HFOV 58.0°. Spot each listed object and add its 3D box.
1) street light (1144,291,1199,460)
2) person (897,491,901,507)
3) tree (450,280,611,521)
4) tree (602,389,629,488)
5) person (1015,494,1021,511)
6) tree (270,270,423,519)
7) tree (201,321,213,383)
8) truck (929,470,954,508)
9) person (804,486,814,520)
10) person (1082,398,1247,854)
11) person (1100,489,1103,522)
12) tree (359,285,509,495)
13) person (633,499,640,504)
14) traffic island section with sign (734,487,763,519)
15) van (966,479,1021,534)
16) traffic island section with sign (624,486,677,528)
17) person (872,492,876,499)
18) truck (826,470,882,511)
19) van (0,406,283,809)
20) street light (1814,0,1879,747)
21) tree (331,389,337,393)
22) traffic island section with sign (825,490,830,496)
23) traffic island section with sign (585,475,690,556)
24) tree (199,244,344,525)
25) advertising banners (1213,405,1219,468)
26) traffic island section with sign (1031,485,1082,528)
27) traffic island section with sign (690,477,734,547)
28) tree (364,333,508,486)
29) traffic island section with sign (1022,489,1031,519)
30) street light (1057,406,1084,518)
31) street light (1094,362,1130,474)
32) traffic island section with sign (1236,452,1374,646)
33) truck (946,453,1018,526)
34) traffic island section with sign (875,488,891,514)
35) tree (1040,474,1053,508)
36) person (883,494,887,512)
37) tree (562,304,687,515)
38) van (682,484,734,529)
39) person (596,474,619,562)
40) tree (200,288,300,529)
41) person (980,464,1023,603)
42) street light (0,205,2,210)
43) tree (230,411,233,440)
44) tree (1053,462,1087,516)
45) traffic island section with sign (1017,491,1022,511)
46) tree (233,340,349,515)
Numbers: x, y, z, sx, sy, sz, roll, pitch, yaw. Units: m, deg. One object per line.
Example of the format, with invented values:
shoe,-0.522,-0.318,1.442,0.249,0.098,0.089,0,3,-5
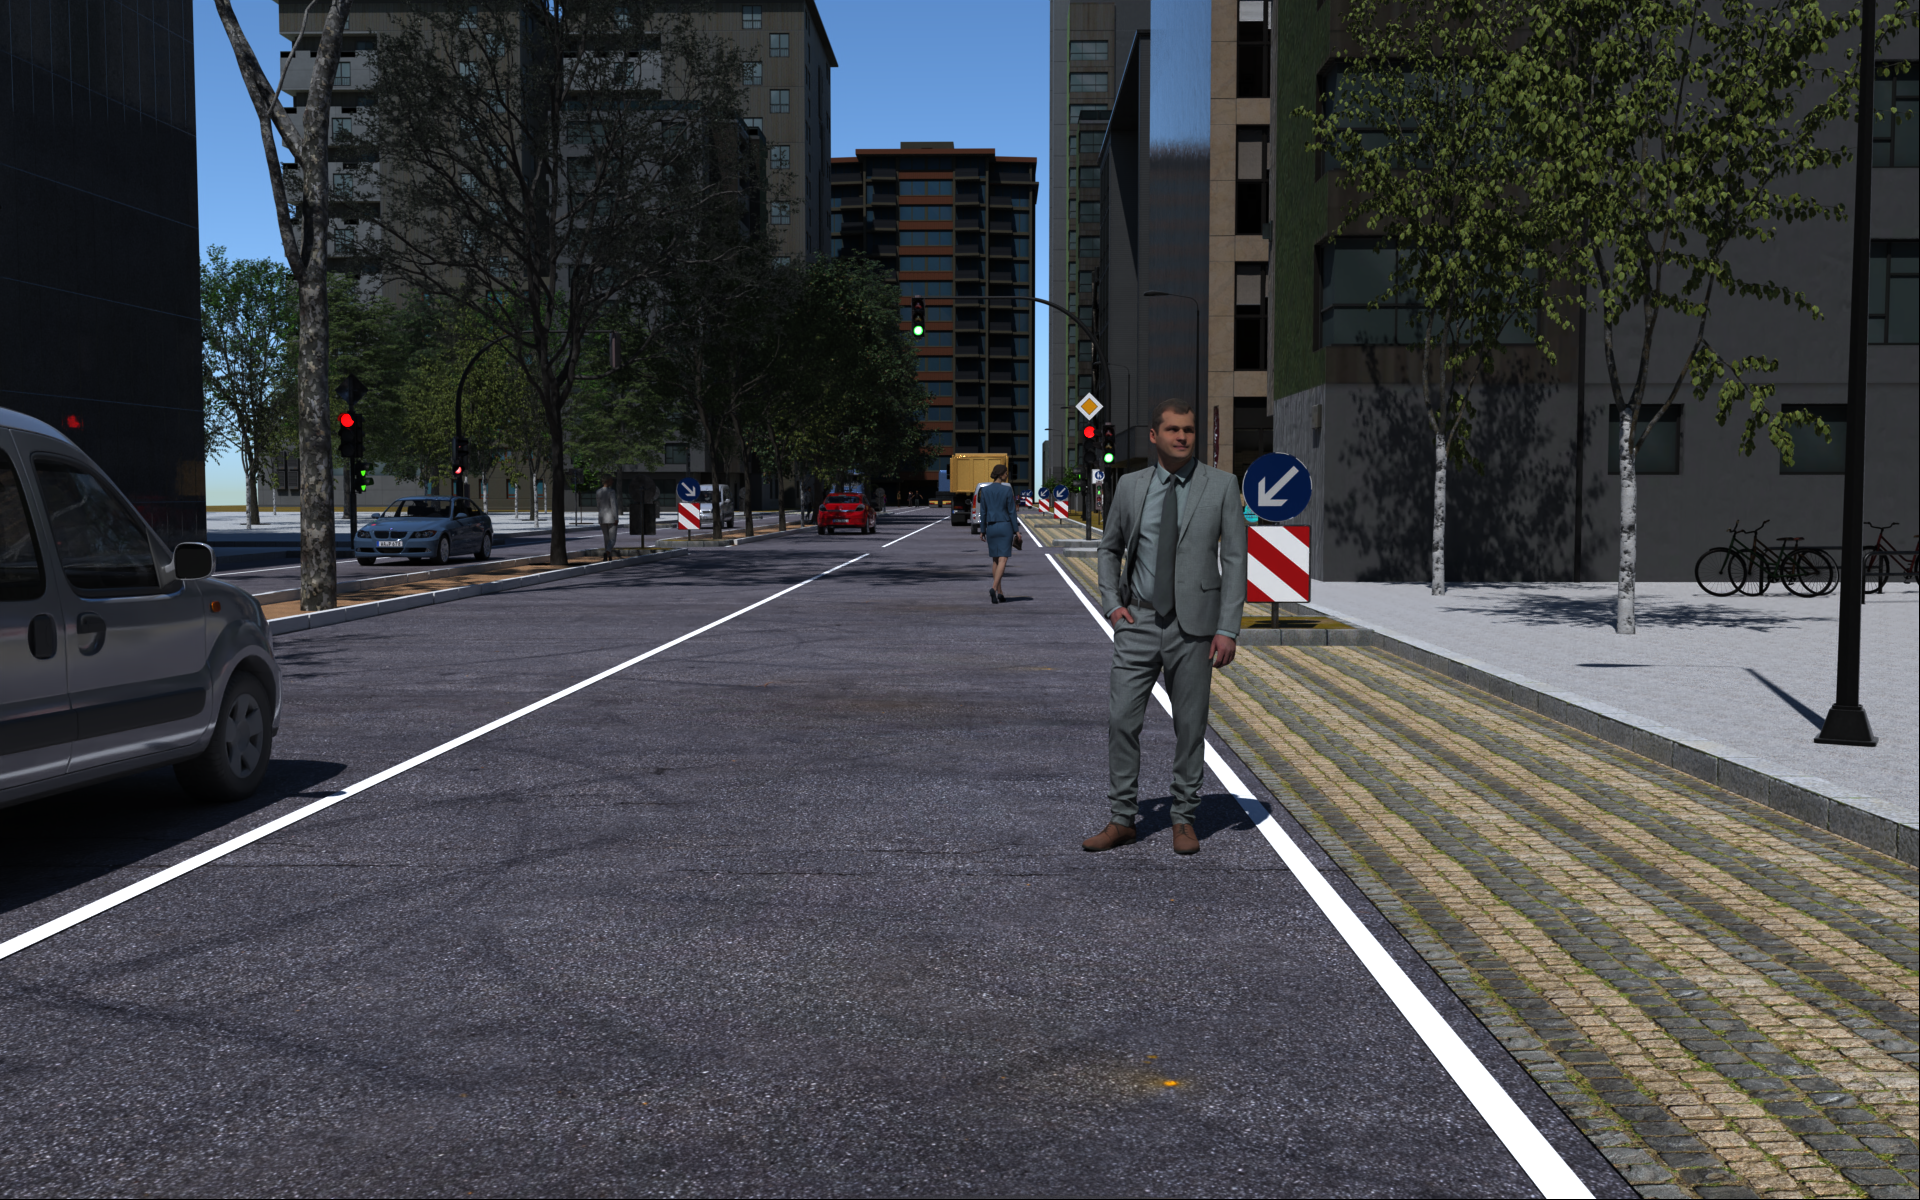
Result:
street light,4.893,-4.108,39.704,1.470,5.913,1.316,0,4,1
person,-6.571,-10.918,187.110,0.705,1.812,1.348,0,4,3
tree,-20.521,-9.638,83.340,9.928,11.665,9.643,0,3,0
tree,-24.701,-10.431,120.904,4.360,8.622,3.978,0,3,0
person,4.751,-7.979,142.184,0.421,1.427,0.697,-1,4,-13
tree,-31.518,-10.439,88.797,7.486,12.596,7.792,0,3,0
tree,-40.545,-8.965,80.995,8.767,10.594,7.601,0,4,5
truck,-1.534,-12.164,188.634,2.967,4.110,18.799,0,4,3
person,-8.107,-5.125,92.145,0.661,1.843,0.795,-3,5,-45
person,0.835,0.098,6.994,0.635,1.810,0.391,1,4,13
person,6.682,-4.400,80.572,0.503,1.515,0.523,1,4,11
tree,-31.961,-12.164,105.529,9.857,13.997,8.962,0,3,0
person,-16.852,-5.217,90.697,0.648,1.900,0.474,-3,5,-45
traffic island section with sign,-12.490,-5.610,100.357,1.989,1.847,2.006,0,4,1
van,1.214,-3.418,62.903,2.013,2.044,4.112,0,4,0
traffic island section with sign,-13.080,-3.962,73.408,1.989,1.847,2.006,0,4,1
person,-9.851,-11.536,198.026,0.541,1.710,0.530,-1,4,-8
truck,-8.154,-9.045,137.636,2.967,4.110,18.799,0,4,2
van,-4.204,0.011,6.837,2.013,2.044,4.112,0,4,2
street light,4.046,-2.218,8.801,1.470,5.913,1.316,0,4,1
tree,-40.985,-9.802,110.626,4.360,8.622,3.978,0,3,0
traffic island section with sign,-11.363,-8.703,150.927,1.989,1.847,2.006,0,4,1
traffic island section with sign,-7.542,-1.975,40.436,2.006,1.907,1.989,0,4,1
tree,-29.597,-8.961,72.269,9.928,11.665,9.643,0,3,0
advertising banners,5.055,-2.384,35.173,0.090,3.025,2.074,0,4,-1
traffic island section with sign,4.154,-3.970,73.540,1.989,1.847,2.006,0,4,1
traffic island section with sign,-7.370,-2.428,47.841,2.006,1.907,1.989,0,4,1
tree,-36.060,-12.329,118.590,9.611,12.733,9.660,0,3,0
traffic island section with sign,4.744,-5.618,100.488,1.989,1.847,2.006,0,4,1
street light,6.019,-7.300,91.891,1.470,5.913,1.316,0,4,1
street light,5.388,-5.404,60.905,1.470,5.913,1.316,0,4,1
traffic island section with sign,2.916,-0.523,17.185,1.989,1.847,2.006,0,4,1
truck,0.969,-5.192,80.813,3.469,3.379,9.791,0,4,2
traffic island section with sign,-5.727,-7.023,122.962,2.006,1.907,1.989,0,4,1
tree,8.626,-10.381,164.334,1.663,3.219,1.824,0,3,0
person,-5.792,-7.296,131.008,0.599,1.433,0.991,2,4,32
tree,-20.120,-11.379,104.166,7.486,12.596,7.792,0,3,0
van,-10.522,-4.004,72.474,2.013,2.044,4.112,0,4,1
person,-7.074,-1.609,34.689,0.514,1.842,0.818,1,4,10
tree,-26.032,-6.936,63.768,4.360,8.622,3.978,0,3,0
person,0.483,-0.873,22.805,0.581,1.822,0.654,2,4,35
street light,-15.916,-3.372,27.673,1.470,5.913,1.316,0,4,1
tree,-41.788,-9.445,104.783,4.737,8.622,4.395,0,3,0
tree,7.010,-7.036,109.635,1.663,3.219,1.824,0,3,0
traffic island section with sign,5.835,-8.631,149.737,1.989,1.847,2.006,0,4,1
tree,-30.071,-7.943,80.229,4.737,8.622,4.395,0,3,0
